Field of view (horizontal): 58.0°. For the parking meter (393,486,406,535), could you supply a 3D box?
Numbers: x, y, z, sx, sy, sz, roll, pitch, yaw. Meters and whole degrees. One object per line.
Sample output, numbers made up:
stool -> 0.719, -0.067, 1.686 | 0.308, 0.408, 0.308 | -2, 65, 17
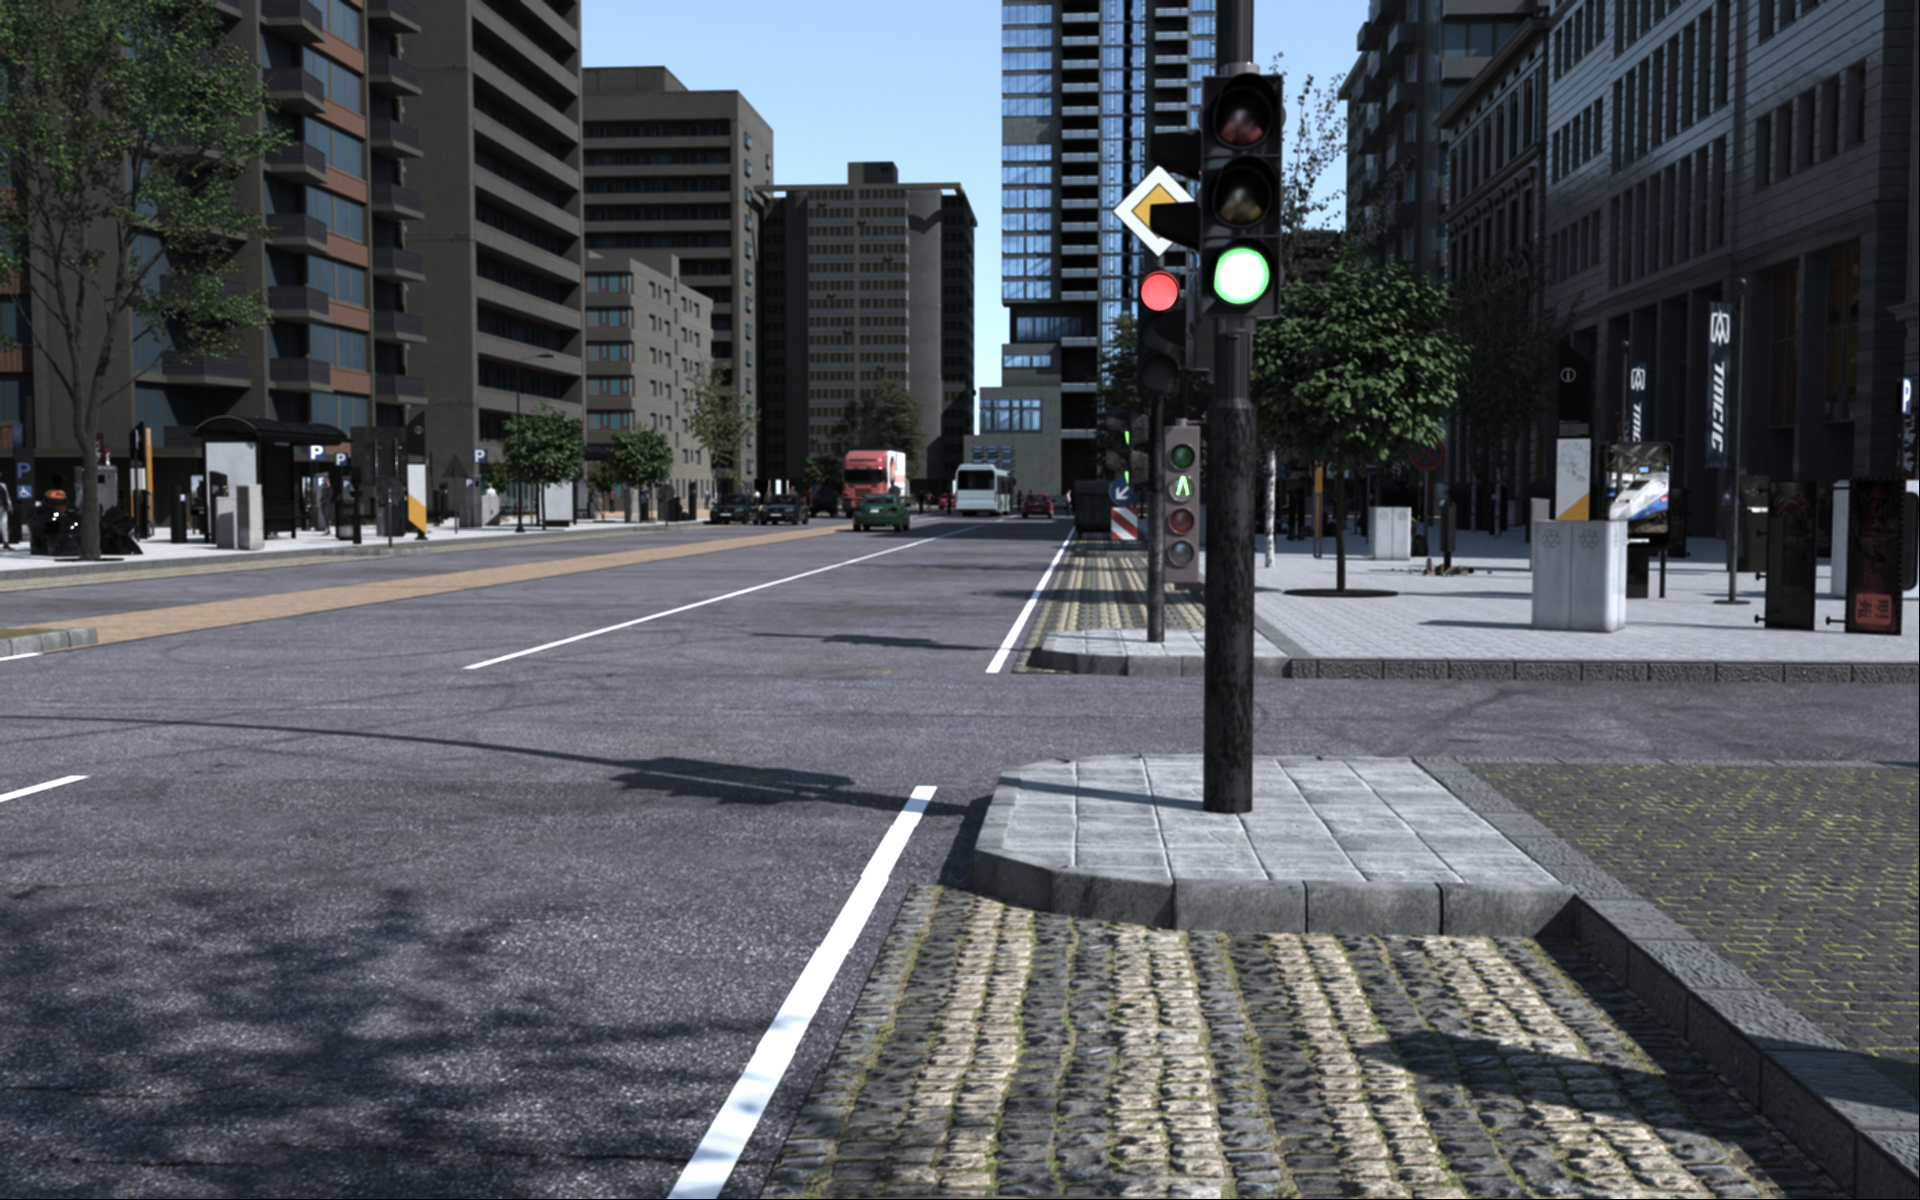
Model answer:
parking meter -> -17.567, -2.966, 54.204 | 0.255, 1.863, 0.399 | 1, 4, 10

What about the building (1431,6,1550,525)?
building -> 28.738, -15.257, 78.326 | 11.050, 23.489, 19.941 | 0, 4, 4

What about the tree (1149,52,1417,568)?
tree -> 5.621, -4.871, 30.010 | 4.360, 8.622, 3.978 | 0, 3, 0

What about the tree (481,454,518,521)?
tree -> -22.497, -5.474, 84.101 | 1.663, 3.219, 1.824 | 0, 3, 0

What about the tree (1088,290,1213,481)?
tree -> 10.870, -10.795, 94.632 | 7.486, 12.596, 7.792 | 0, 3, 0

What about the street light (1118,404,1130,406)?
street light -> 8.877, -7.158, 89.573 | 1.470, 5.913, 1.316 | 0, 4, 4

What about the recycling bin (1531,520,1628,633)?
recycling bin -> 5.875, -0.237, 16.423 | 0.722, 1.027, 0.722 | 2, 4, 32

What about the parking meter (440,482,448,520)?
parking meter -> -25.824, -4.950, 86.648 | 0.255, 1.863, 0.399 | 1, 4, 16

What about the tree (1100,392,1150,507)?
tree -> 12.279, -10.596, 123.600 | 4.737, 8.622, 4.395 | 0, 3, 0

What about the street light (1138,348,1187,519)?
street light -> 5.763, -4.646, 48.501 | 1.470, 5.913, 1.316 | 0, 4, 4

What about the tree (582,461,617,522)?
tree -> -16.448, -5.214, 79.852 | 1.663, 3.219, 1.824 | 0, 3, 0

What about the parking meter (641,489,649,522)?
parking meter -> -14.769, -4.446, 81.100 | 0.372, 1.533, 0.369 | 0, 3, 0

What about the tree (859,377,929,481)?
tree -> -6.463, -15.326, 168.711 | 7.486, 12.596, 7.792 | 0, 3, 0

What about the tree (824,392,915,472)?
tree -> -8.196, -13.612, 156.961 | 8.767, 10.594, 7.601 | 0, 4, 1

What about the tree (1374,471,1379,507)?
tree -> 18.265, -7.807, 78.005 | 4.737, 8.622, 4.395 | 0, 3, 0

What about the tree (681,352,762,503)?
tree -> -12.588, -8.525, 89.739 | 4.737, 8.622, 4.395 | 0, 3, 0

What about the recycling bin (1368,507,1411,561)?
recycling bin -> 8.370, -1.297, 33.759 | 0.722, 1.027, 0.722 | 0, 4, 5

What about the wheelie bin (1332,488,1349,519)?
wheelie bin -> 19.474, -4.939, 88.656 | 0.980, 1.594, 0.693 | 3, 5, 41

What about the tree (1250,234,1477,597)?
tree -> 4.952, -2.348, 22.109 | 4.285, 4.588, 4.351 | 0, 3, 0

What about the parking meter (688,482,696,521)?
parking meter -> -12.959, -4.780, 83.860 | 0.255, 1.863, 0.399 | 1, 4, 18

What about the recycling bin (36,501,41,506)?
recycling bin -> -31.654, -2.836, 58.925 | 0.722, 1.027, 0.722 | -1, 4, -16

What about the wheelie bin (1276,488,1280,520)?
wheelie bin -> 15.542, -4.778, 86.025 | 0.693, 1.594, 0.980 | -2, 4, -29

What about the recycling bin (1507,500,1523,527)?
recycling bin -> 21.778, -3.425, 68.546 | 0.722, 1.027, 0.722 | 3, 5, 41

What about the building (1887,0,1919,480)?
building -> 29.871, -11.939, 31.364 | 21.152, 22.565, 11.583 | 0, 4, 4

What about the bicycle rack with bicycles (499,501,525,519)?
bicycle rack with bicycles -> -24.463, -4.679, 89.889 | 2.925, 0.926, 2.852 | 2, 4, 25

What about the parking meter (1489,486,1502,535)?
parking meter -> 16.812, -2.810, 54.347 | 0.372, 1.533, 0.369 | 0, 3, 0

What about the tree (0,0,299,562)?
tree -> -16.569, -6.542, 32.711 | 9.928, 11.665, 9.643 | 0, 3, 0

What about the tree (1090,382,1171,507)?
tree -> 13.849, -12.265, 134.951 | 7.601, 10.594, 8.767 | -3, 5, -43

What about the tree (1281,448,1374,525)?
tree -> 14.208, -7.352, 70.569 | 4.737, 8.622, 4.395 | 0, 3, 0

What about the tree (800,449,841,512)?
tree -> -10.224, -8.808, 127.721 | 4.285, 4.588, 4.351 | 0, 3, 0

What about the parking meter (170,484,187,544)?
parking meter -> -20.262, -2.231, 44.888 | 0.372, 1.533, 0.369 | 0, 3, 0

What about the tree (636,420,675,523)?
tree -> -14.125, -5.674, 76.485 | 4.285, 4.588, 4.351 | 0, 3, 0

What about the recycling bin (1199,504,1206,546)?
recycling bin -> 5.677, -1.851, 42.824 | 0.722, 1.027, 0.722 | -3, 5, -41

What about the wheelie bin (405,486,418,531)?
wheelie bin -> -18.791, -3.161, 59.591 | 0.693, 1.594, 0.980 | 1, 4, 12

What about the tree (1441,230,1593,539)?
tree -> 15.608, -6.052, 49.308 | 4.737, 8.622, 4.395 | 0, 3, 0

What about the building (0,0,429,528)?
building -> -37.858, -25.901, 78.103 | 22.147, 44.769, 28.867 | 0, 4, 4

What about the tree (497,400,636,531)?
tree -> -14.647, -4.731, 61.070 | 4.285, 4.588, 4.351 | 0, 3, 0

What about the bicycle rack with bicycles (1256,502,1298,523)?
bicycle rack with bicycles -> 14.122, -3.974, 78.364 | 2.925, 0.926, 2.852 | -2, 4, -29

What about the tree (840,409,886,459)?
tree -> -8.306, -12.225, 150.242 | 4.360, 8.622, 3.978 | 0, 3, 0

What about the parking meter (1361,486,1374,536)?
parking meter -> 12.394, -2.708, 52.687 | 0.372, 1.533, 0.369 | 0, 3, 0

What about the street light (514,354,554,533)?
street light -> -14.141, -5.201, 57.570 | 1.470, 5.913, 1.316 | 0, 4, 4

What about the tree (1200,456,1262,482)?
tree -> 7.191, -3.160, 46.272 | 1.663, 3.219, 1.824 | 0, 3, 0

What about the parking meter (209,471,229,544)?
parking meter -> -18.904, -2.355, 44.211 | 0.399, 1.863, 0.255 | 1, 4, 11

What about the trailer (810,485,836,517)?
trailer -> -8.582, -6.123, 107.166 | 1.471, 1.999, 3.904 | 0, 4, 5

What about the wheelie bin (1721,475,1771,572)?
wheelie bin -> 12.991, -1.262, 28.538 | 0.980, 1.594, 0.693 | -1, 4, -11
